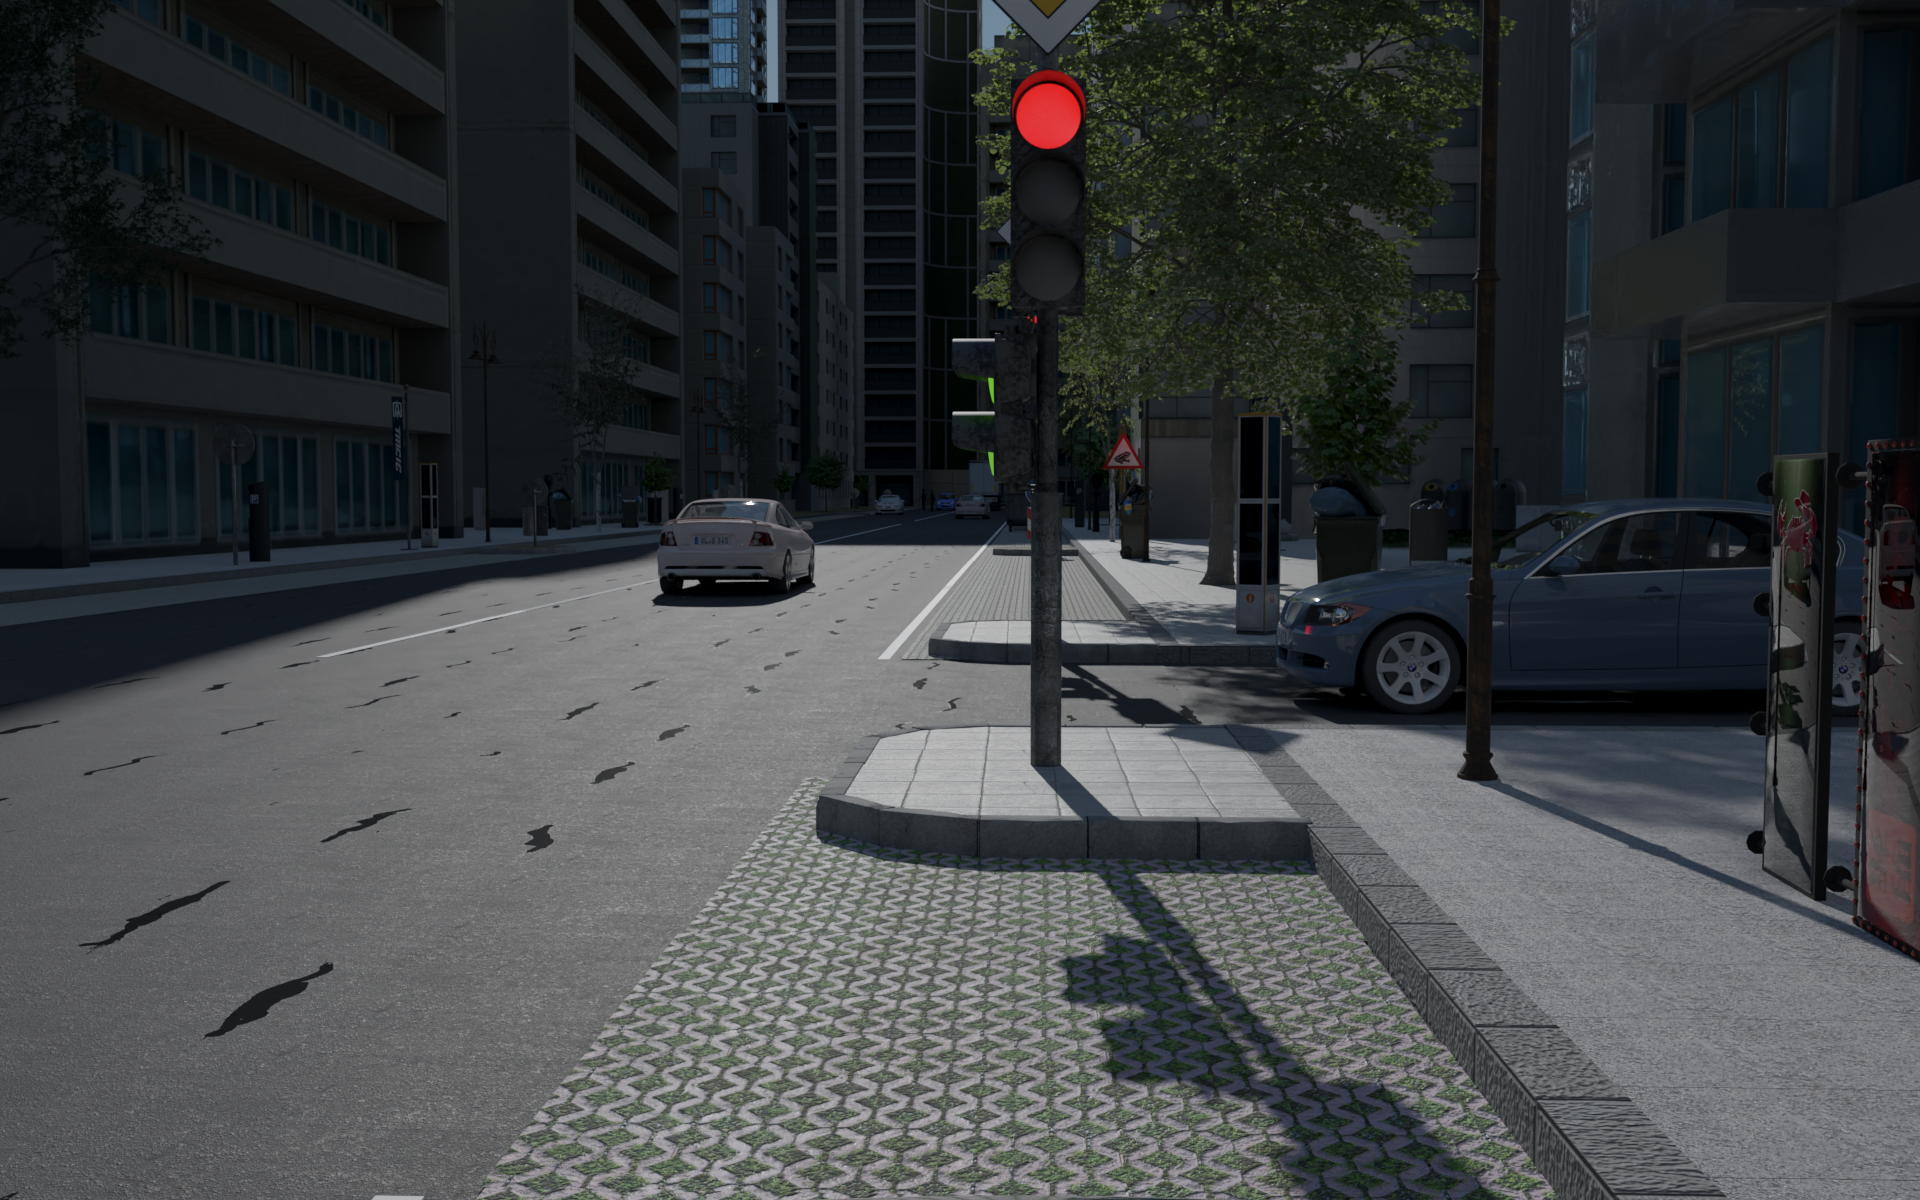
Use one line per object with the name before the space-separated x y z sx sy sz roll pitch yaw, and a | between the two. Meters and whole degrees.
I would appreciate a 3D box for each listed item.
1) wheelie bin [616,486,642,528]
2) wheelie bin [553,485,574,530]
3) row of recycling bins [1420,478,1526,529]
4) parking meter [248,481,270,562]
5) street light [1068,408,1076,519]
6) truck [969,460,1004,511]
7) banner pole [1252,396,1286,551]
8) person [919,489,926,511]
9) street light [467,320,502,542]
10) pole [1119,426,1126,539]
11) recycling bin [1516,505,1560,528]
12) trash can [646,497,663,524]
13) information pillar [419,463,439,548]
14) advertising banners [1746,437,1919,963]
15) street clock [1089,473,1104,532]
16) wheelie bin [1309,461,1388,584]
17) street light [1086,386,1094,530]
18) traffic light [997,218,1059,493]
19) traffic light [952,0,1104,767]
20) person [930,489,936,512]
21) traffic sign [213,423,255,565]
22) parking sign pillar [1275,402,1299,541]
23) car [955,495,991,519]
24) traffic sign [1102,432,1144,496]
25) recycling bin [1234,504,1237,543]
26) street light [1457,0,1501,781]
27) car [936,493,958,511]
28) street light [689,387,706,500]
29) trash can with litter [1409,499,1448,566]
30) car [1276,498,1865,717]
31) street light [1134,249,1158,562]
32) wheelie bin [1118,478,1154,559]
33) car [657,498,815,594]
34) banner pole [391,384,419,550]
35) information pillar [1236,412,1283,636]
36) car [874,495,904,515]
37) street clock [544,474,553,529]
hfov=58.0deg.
wheelie bin | -12.540 -3.536 65.718 0.980 1.594 0.693 0 4 -5
wheelie bin | -14.231 -3.316 62.128 0.693 1.594 0.980 0 4 -7
row of recycling bins | 13.453 -2.346 45.472 1.069 1.692 3.534 -2 4 -27
parking meter | -13.313 -1.497 32.892 0.372 1.533 0.369 0 3 0
street light | 5.827 -7.213 90.721 0.468 5.910 1.993 0 4 2
truck | 2.264 -9.815 149.389 2.839 4.237 11.283 0 4 3
banner pole | 6.956 -3.002 39.093 0.863 3.779 0.401 2 4 24
person | -3.094 -8.366 144.917 0.705 1.869 1.348 2 4 24
street light | -12.603 -4.483 46.078 0.468 5.910 1.993 0 4 2
pole | 4.692 -3.431 49.932 0.158 3.312 0.155 0 3 0
recycling bin | 12.823 -1.578 38.347 0.722 1.027 0.722 -2 4 -29
trash can | -13.212 -3.872 74.954 0.748 1.137 0.748 0 3 0
information pillar | -12.675 -2.255 41.355 0.304 2.012 0.304 1 4 12
advertising banners | 2.667 -0.531 4.870 0.090 3.025 2.074 0 4 5
street clock | 4.600 -3.301 58.549 0.471 2.002 0.358 -2 4 -25
wheelie bin | 3.709 -0.530 16.571 0.693 1.594 0.980 1 4 18
street light | 4.638 -5.446 61.836 0.468 5.910 1.993 0 4 2
traffic light | 0.719 -1.661 16.072 0.839 4.253 0.868 0 4 2
traffic light | 0.388 -1.173 8.094 0.839 4.253 0.868 0 4 2
person | -2.193 -7.948 138.476 0.705 1.821 1.348 1 4 13
traffic sign | -13.032 -1.895 31.088 0.768 2.556 0.104 0 4 4
parking sign pillar | 8.587 -3.612 47.535 1.447 3.967 1.447 3 5 44
car | 0.744 -5.370 100.168 2.083 1.381 4.827 0 4 4
traffic sign | 3.455 -2.242 36.657 0.884 2.594 0.081 0 4 7
recycling bin | 7.394 -2.005 45.344 0.722 1.027 0.722 -3 5 -40
street light | 2.339 -2.132 7.649 0.468 5.910 1.993 0 4 2
car | -1.127 -8.716 152.094 1.945 1.707 3.694 0 4 4
street light | -11.312 -6.248 74.945 0.468 5.910 1.993 0 4 2
trash can with litter | 6.972 -0.806 24.238 2.233 1.210 1.678 0 4 8
car | 4.464 0.001 11.983 4.499 1.417 2.014 0 4 2
street light | 3.531 -3.662 32.658 0.468 5.910 1.993 0 4 2
wheelie bin | 3.513 -1.631 34.579 0.693 1.594 0.980 1 4 9
car | -3.334 -0.854 26.325 2.083 1.381 4.827 0 4 2
banner pole | -12.653 -3.014 39.295 0.401 3.779 0.863 1 4 13
information pillar | 2.729 -0.693 15.818 0.304 2.012 0.304 3 4 38
car | -4.900 -6.634 120.833 2.083 1.381 4.827 0 4 1
street clock | -15.139 -3.619 63.736 0.358 2.002 0.471 0 4 -1
